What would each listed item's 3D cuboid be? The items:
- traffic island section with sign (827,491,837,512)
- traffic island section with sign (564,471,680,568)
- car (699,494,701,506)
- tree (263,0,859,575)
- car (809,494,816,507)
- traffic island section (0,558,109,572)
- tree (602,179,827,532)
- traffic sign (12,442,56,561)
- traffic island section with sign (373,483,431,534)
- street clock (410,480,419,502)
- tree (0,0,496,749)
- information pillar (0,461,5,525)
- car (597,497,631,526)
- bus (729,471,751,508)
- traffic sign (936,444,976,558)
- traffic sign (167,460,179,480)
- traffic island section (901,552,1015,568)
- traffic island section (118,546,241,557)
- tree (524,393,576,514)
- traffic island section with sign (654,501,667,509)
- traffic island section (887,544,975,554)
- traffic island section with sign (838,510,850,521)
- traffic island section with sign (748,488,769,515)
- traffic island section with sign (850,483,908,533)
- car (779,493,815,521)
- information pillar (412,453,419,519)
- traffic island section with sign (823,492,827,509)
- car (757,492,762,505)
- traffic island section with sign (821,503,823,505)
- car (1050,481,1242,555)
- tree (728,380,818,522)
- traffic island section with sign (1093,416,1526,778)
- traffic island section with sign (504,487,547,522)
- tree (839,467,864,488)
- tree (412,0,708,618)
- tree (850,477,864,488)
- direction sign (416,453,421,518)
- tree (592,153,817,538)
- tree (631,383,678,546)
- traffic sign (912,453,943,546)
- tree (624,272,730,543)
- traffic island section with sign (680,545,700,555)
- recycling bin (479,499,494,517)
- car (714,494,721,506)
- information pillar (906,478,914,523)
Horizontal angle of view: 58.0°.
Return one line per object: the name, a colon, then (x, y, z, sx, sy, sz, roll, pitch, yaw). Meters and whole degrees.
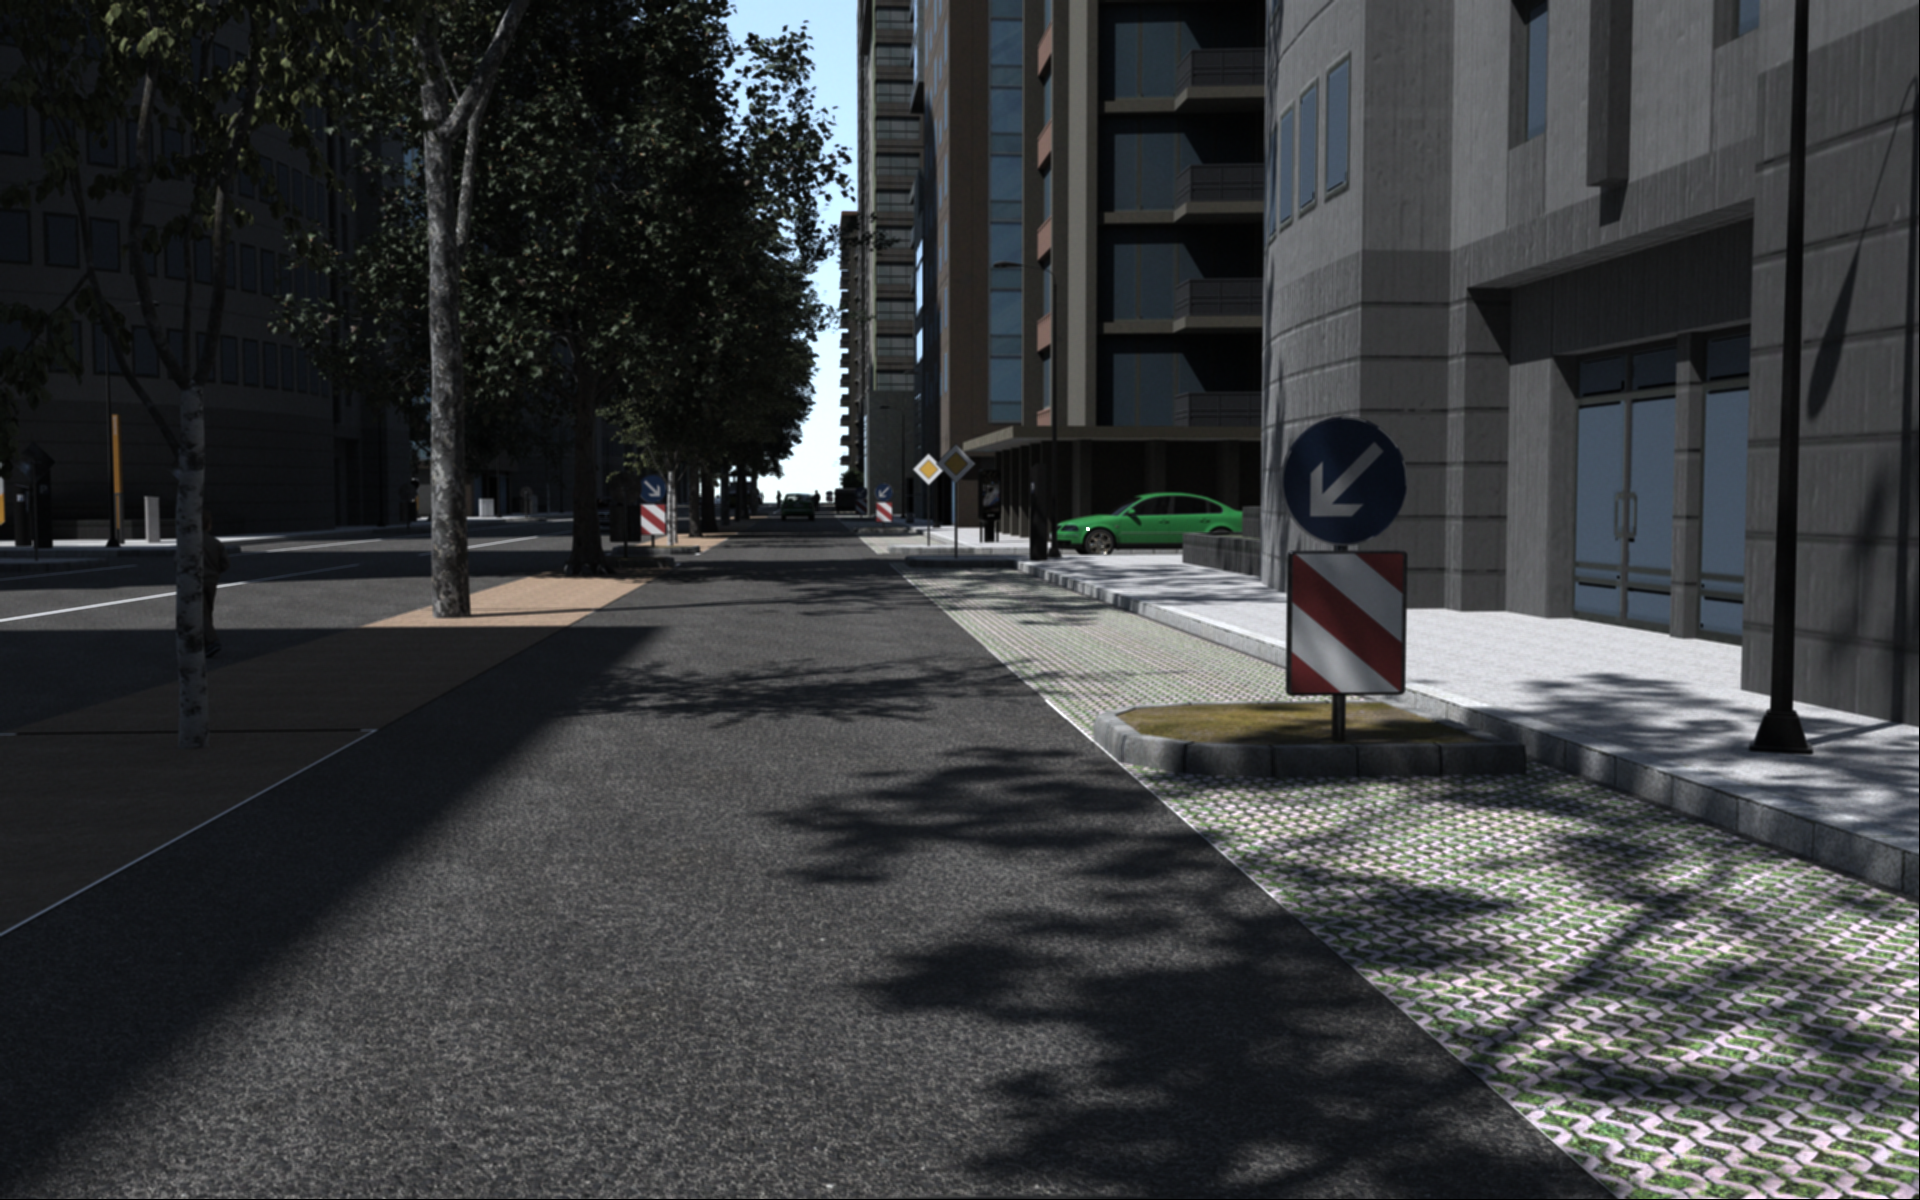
traffic island section with sign: (-9.734, -8.167, 142.155, 1.989, 1.847, 2.006, 0, 4, -5)
traffic island section with sign: (-6.718, -1.607, 34.411, 2.006, 1.907, 1.989, 0, 4, -5)
car: (-27.842, -10.755, 187.642, 2.131, 1.459, 4.920, 0, 4, -3)
tree: (-6.613, -6.778, 30.288, 9.611, 12.733, 9.660, 0, 3, 0)
car: (-16.694, -10.922, 190.583, 2.014, 1.417, 4.499, 0, 4, -5)
traffic island section: (-17.734, -0.669, 33.221, 2.009, 0.180, 2.903, 0, 4, -5)
tree: (-9.430, -9.515, 64.678, 9.857, 13.997, 8.962, 0, 3, 0)
traffic sign: (-17.711, -1.805, 33.162, 0.795, 2.450, 0.064, 0, 4, -5)
traffic island section with sign: (-20.404, -3.375, 63.817, 1.989, 1.847, 2.006, 0, 4, -5)
street clock: (-28.043, -5.168, 89.063, 0.471, 2.002, 0.358, -1, 4, -20)
tree: (-4.373, -3.480, 9.724, 4.737, 8.622, 4.395, 0, 3, 0)
information pillar: (-25.169, -3.286, 45.073, 0.504, 3.616, 0.183, -1, 4, -9)
car: (-13.575, -3.341, 67.203, 1.945, 1.354, 3.894, 0, 4, -7)
bus: (-22.481, -11.461, 178.933, 2.896, 3.916, 12.252, 0, 4, -4)
traffic sign: (-0.082, -1.898, 34.670, 0.795, 2.450, 0.064, 0, 4, -5)
traffic sign: (-18.404, -2.292, 41.117, 0.795, 2.450, 0.064, 0, 4, -5)
traffic island section: (-0.059, -0.763, 34.749, 2.009, 0.180, 2.903, 0, 4, -5)
traffic island section: (-18.426, -1.156, 41.177, 2.009, 0.180, 2.903, 0, 4, -5)
tree: (-26.783, -9.972, 113.412, 4.360, 8.622, 3.978, 0, 3, 0)
traffic island section with sign: (-29.439, -9.720, 167.556, 1.989, 1.847, 2.006, 0, 4, -5)
traffic island section: (-0.751, -1.249, 42.704, 2.009, 0.180, 2.903, 0, 4, -5)
traffic island section with sign: (-5.369, -5.092, 91.881, 1.989, 1.847, 2.006, 0, 4, -5)
traffic island section with sign: (-13.874, -6.637, 116.648, 2.006, 1.907, 1.989, 0, 4, -5)
traffic island section with sign: (-2.972, -3.416, 64.485, 1.989, 1.847, 2.006, 0, 4, -5)
car: (-8.859, -5.236, 94.401, 1.959, 1.807, 4.718, 0, 4, -6)
information pillar: (-28.475, -6.067, 90.542, 0.183, 3.616, 0.504, 1, 4, 10)
traffic island section with sign: (-12.072, -9.809, 169.009, 1.989, 1.847, 2.006, 0, 4, -5)
car: (-27.949, -13.858, 235.245, 2.281, 1.827, 5.304, 0, 4, -5)
traffic island section with sign: (-16.883, -13.187, 224.238, 1.989, 1.847, 2.006, 0, 4, -5)
car: (4.403, -1.872, 39.406, 4.718, 1.807, 1.959, 0, 4, -6)
tree: (-11.548, -9.307, 89.044, 8.767, 10.594, 7.601, 0, 4, -5)
traffic island section with sign: (1.801, -0.062, 9.647, 1.989, 1.847, 2.006, 0, 4, -5)
traffic island section with sign: (-22.761, -5.029, 90.849, 1.989, 1.847, 2.006, 0, 4, -5)
tree: (-12.701, -13.512, 204.640, 4.285, 4.588, 4.351, 0, 3, 0)
tree: (-4.609, -9.808, 18.710, 12.611, 20.169, 13.585, 0, 3, 0)
tree: (-11.698, -12.660, 201.587, 1.663, 3.219, 1.824, 0, 3, 0)
direction sign: (-28.635, -6.074, 91.314, 0.379, 3.537, 0.876, -1, 4, -13)
tree: (-8.543, -8.283, 56.010, 7.486, 12.596, 7.792, 0, 3, 0)
tree: (-7.588, -5.635, 44.959, 4.737, 8.622, 4.395, 0, 3, 0)
traffic sign: (-0.774, -2.384, 42.625, 0.795, 2.450, 0.064, 0, 4, -5)
tree: (-8.202, -5.917, 49.563, 4.360, 8.622, 3.978, 0, 3, 0)
traffic island section with sign: (-7.351, -2.058, 41.792, 2.006, 1.907, 1.989, 0, 4, -5)
recycling bin: (-26.075, -5.066, 95.383, 0.722, 1.027, 0.722, -2, 4, -24)
car: (-28.514, -11.960, 207.544, 2.014, 1.417, 4.499, 0, 4, -7)
information pillar: (-2.227, -4.426, 76.864, 0.304, 2.012, 0.304, -1, 4, -18)
